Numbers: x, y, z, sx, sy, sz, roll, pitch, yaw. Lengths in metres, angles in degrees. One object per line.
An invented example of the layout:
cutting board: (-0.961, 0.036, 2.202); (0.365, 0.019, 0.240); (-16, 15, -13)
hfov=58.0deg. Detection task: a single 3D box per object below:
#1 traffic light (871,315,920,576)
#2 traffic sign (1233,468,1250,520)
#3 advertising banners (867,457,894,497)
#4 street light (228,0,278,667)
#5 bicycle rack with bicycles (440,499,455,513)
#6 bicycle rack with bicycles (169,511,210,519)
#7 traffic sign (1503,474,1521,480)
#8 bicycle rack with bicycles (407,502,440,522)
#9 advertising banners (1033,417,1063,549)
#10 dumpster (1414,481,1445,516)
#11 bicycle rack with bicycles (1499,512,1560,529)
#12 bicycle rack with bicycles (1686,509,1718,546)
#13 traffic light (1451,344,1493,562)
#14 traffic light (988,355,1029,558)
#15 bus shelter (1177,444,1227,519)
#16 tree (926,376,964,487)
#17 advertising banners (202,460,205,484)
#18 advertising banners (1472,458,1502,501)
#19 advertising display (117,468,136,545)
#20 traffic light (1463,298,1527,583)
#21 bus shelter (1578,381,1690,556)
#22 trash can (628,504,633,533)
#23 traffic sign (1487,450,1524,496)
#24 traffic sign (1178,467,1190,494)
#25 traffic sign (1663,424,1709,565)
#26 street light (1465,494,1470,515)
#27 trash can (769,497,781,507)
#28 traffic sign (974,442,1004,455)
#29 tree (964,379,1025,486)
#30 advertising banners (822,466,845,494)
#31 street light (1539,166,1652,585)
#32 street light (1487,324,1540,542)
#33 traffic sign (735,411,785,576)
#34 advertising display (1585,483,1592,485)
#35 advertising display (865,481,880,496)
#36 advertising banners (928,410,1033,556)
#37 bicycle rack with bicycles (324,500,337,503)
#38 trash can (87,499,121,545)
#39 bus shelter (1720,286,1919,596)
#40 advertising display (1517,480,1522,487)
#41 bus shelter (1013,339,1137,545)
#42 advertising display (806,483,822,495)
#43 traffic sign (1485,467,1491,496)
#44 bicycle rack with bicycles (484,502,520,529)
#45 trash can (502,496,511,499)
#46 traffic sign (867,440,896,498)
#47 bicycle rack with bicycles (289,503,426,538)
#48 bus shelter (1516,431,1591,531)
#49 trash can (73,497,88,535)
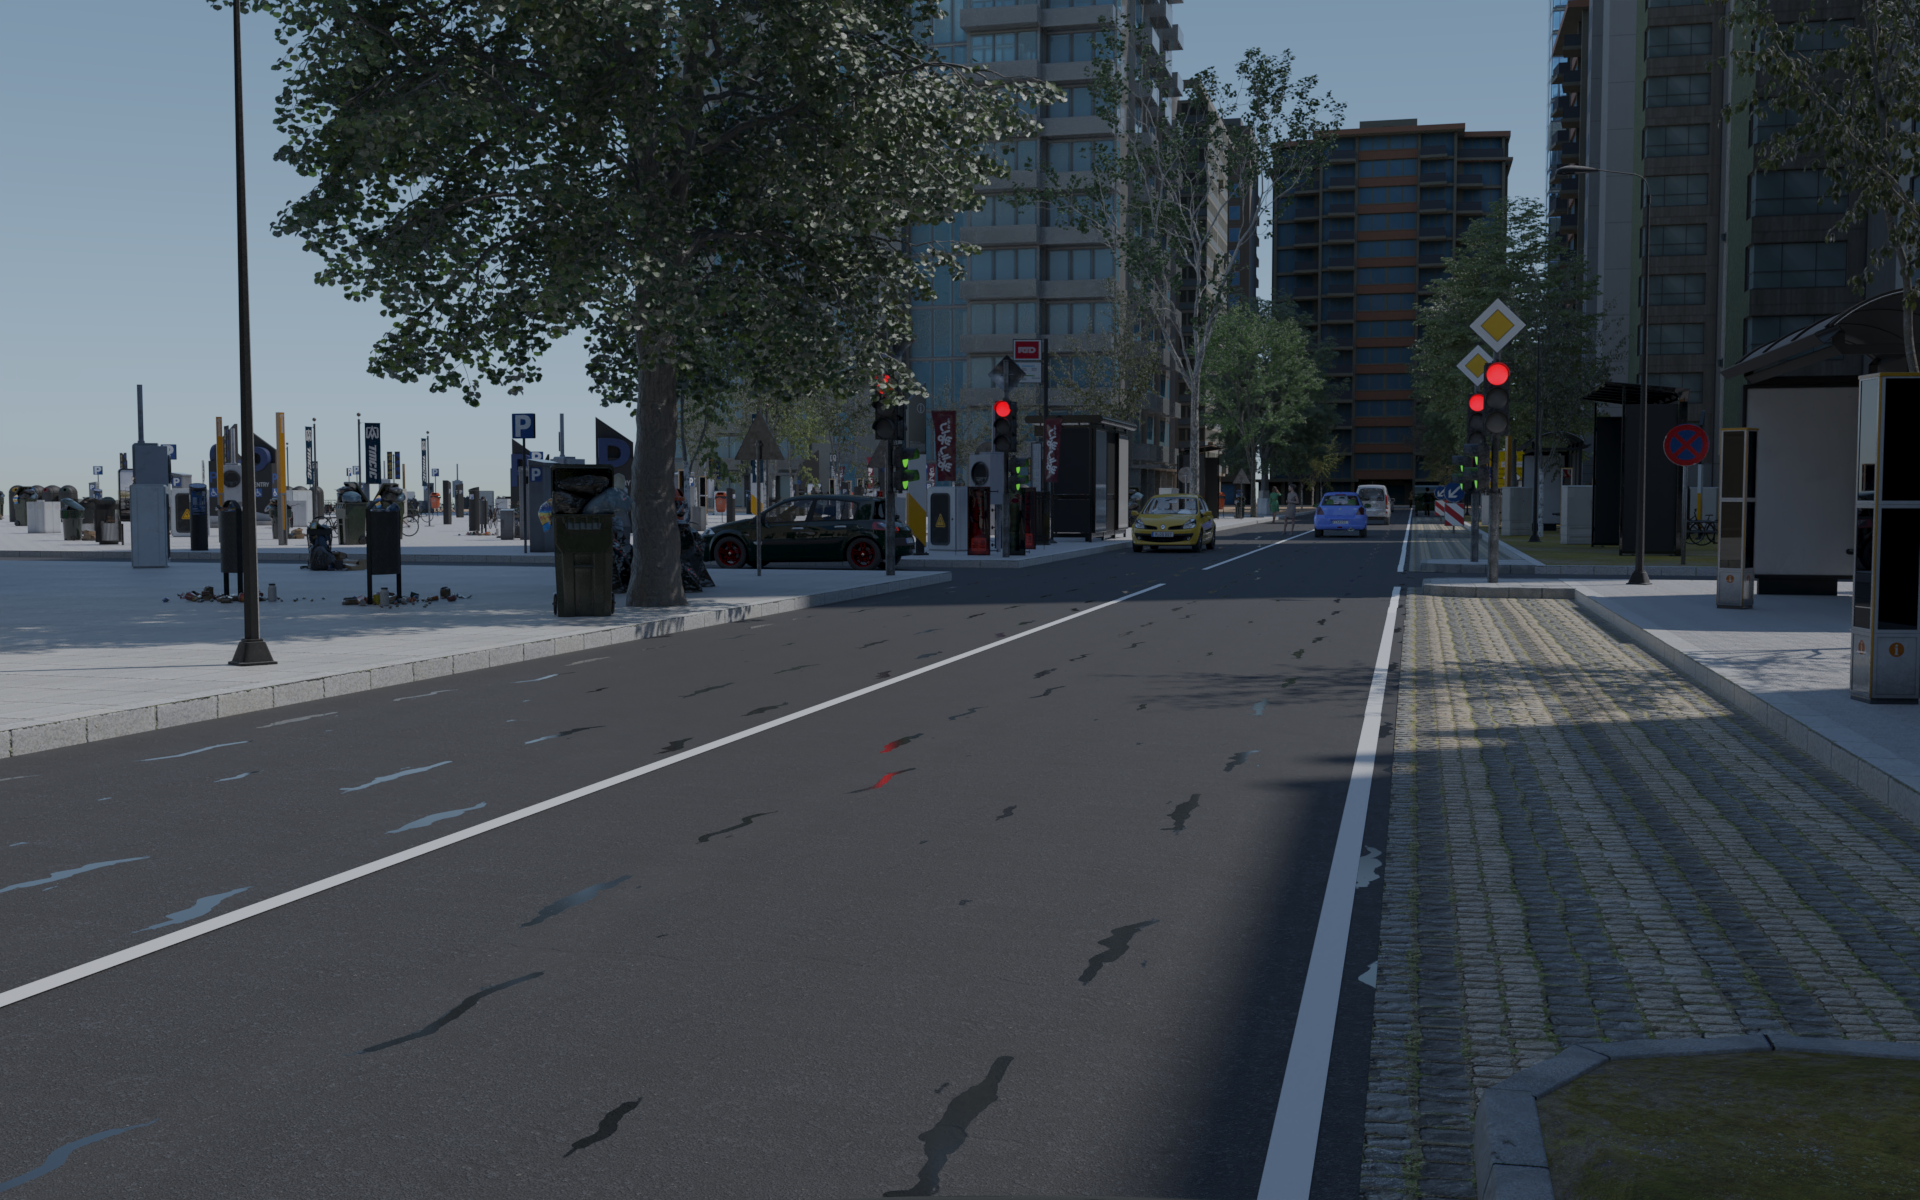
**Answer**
traffic light: (-1.081, -2.342, 27.219); (0.839, 4.253, 0.868); (1, 4, 15)
traffic sign: (14.117, -5.314, 86.889); (0.884, 2.594, 0.081); (1, 4, 16)
advertising banners: (-3.793, -5.270, 82.357); (0.090, 3.025, 2.074); (3, 4, 36)
street light: (-4.809, -2.458, 12.734); (1.470, 5.913, 1.316); (1, 4, 15)
bicycle rack with bicycles: (-35.703, -6.523, 120.035); (2.925, 0.926, 2.852); (-2, 4, -27)
bicycle rack with bicycles: (-29.963, -3.382, 68.673); (2.852, 0.926, 2.925); (0, 4, 2)
traffic sign: (25.416, -4.811, 79.853); (0.795, 2.450, 0.064); (1, 4, 20)
bicycle rack with bicycles: (-25.207, -3.946, 77.903); (2.925, 0.926, 2.852); (-1, 4, -23)
advertising banners: (1.546, -2.690, 40.173); (2.074, 3.025, 0.090); (3, 5, 41)
dumpster: (30.507, -6.582, 112.566); (1.985, 2.255, 1.502); (1, 4, 14)
bicycle rack with bicycles: (20.975, -3.066, 63.505); (2.925, 0.926, 2.852); (-1, 4, -13)
bicycle rack with bicycles: (18.072, -1.862, 43.819); (2.925, 0.926, 2.852); (1, 4, 17)
traffic light: (9.715, -2.676, 32.667); (0.839, 4.253, 0.868); (1, 4, 15)
traffic light: (0.946, -2.815, 34.943); (0.839, 4.253, 0.868); (1, 4, 15)
bus shelter: (11.876, -5.727, 84.912); (1.731, 3.624, 6.357); (1, 4, 15)
tree: (-0.169, -9.680, 108.635); (4.360, 8.622, 3.978); (0, 3, 0)
advertising banners: (-39.502, -5.740, 90.035); (0.090, 3.025, 2.074); (-2, 4, -35)
advertising banners: (24.285, -5.059, 78.903); (2.074, 3.025, 0.090); (2, 4, 31)
advertising display: (-20.653, -2.349, 43.618); (0.974, 1.923, 0.123); (-3, 4, -36)
traffic light: (7.688, -2.203, 24.942); (0.839, 4.253, 0.868); (1, 4, 15)
bus shelter: (14.990, -2.905, 38.772); (1.731, 3.624, 6.357); (1, 4, 15)
trash can: (-10.613, -2.749, 56.606); (0.748, 1.137, 0.748); (0, 3, 0)
traffic sign: (25.413, -5.286, 80.298); (2.265, 3.308, 0.079); (1, 4, 21)
traffic sign: (10.541, -4.937, 80.828); (0.768, 2.556, 0.104); (1, 4, 15)
traffic sign: (13.159, -1.916, 31.433); (0.768, 2.556, 0.104); (1, 4, 22)
street light: (22.418, -6.284, 75.289); (1.470, 5.913, 1.316); (1, 4, 15)
trash can: (-8.933, -4.375, 83.184); (0.748, 1.137, 0.748); (0, 3, 0)
traffic sign: (0.694, -2.564, 42.029); (0.768, 2.556, 0.104); (1, 4, 18)
tree: (3.038, -9.072, 98.688); (4.360, 8.622, 3.978); (0, 3, 0)
advertising banners: (-8.166, -6.896, 108.935); (2.074, 3.025, 0.090); (-2, 4, -26)
street light: (9.122, -3.181, 24.556); (1.470, 5.913, 1.316); (1, 4, 15)
street light: (14.824, -4.507, 46.222); (1.470, 5.913, 1.316); (1, 4, 15)
traffic sign: (-3.140, -1.652, 27.018); (0.884, 2.594, 0.081); (2, 4, 23)
advertising display: (36.604, -5.797, 99.997); (0.974, 1.923, 0.123); (2, 4, 32)
advertising display: (-4.413, -4.927, 85.771); (0.974, 1.923, 0.123); (-2, 4, -23)
advertising banners: (0.423, -2.442, 36.121); (2.074, 3.025, 0.090); (1, 4, 8)
bicycle rack with bicycles: (-39.275, -5.782, 107.923); (2.852, 0.926, 2.925); (2, 4, 27)
trash can: (-21.645, -1.979, 44.013); (0.748, 1.137, 0.748); (0, 3, 0)
bus shelter: (10.068, -1.564, 19.492); (2.014, 3.302, 5.546); (1, 4, 15)
advertising display: (25.318, -4.428, 77.611); (0.974, 1.923, 0.123); (-2, 4, -24)
bus shelter: (3.087, -4.260, 47.279); (2.179, 5.291, 8.768); (1, 4, 15)
advertising display: (-8.478, -5.835, 100.618); (0.974, 1.923, 0.123); (-2, 4, -33)
traffic sign: (23.687, -4.763, 77.983); (0.768, 2.556, 0.104); (1, 4, 21)
bicycle rack with bicycles: (-16.656, -3.117, 64.350); (2.852, 0.926, 2.925); (-1, 4, -12)
trash can: (-29.242, -6.138, 112.003); (0.748, 1.137, 0.748); (0, 3, 0)
traffic sign: (-1.494, -2.157, 35.270); (0.884, 2.594, 0.081); (1, 4, 19)
bicycle rack with bicycles: (-17.876, -2.319, 51.303); (2.925, 0.926, 2.852); (0, 4, 5)
bus shelter: (19.736, -3.910, 57.860); (2.014, 3.302, 5.546); (1, 4, 15)
trash can: (-27.702, -2.643, 54.873); (0.748, 1.137, 0.748); (0, 3, 0)
